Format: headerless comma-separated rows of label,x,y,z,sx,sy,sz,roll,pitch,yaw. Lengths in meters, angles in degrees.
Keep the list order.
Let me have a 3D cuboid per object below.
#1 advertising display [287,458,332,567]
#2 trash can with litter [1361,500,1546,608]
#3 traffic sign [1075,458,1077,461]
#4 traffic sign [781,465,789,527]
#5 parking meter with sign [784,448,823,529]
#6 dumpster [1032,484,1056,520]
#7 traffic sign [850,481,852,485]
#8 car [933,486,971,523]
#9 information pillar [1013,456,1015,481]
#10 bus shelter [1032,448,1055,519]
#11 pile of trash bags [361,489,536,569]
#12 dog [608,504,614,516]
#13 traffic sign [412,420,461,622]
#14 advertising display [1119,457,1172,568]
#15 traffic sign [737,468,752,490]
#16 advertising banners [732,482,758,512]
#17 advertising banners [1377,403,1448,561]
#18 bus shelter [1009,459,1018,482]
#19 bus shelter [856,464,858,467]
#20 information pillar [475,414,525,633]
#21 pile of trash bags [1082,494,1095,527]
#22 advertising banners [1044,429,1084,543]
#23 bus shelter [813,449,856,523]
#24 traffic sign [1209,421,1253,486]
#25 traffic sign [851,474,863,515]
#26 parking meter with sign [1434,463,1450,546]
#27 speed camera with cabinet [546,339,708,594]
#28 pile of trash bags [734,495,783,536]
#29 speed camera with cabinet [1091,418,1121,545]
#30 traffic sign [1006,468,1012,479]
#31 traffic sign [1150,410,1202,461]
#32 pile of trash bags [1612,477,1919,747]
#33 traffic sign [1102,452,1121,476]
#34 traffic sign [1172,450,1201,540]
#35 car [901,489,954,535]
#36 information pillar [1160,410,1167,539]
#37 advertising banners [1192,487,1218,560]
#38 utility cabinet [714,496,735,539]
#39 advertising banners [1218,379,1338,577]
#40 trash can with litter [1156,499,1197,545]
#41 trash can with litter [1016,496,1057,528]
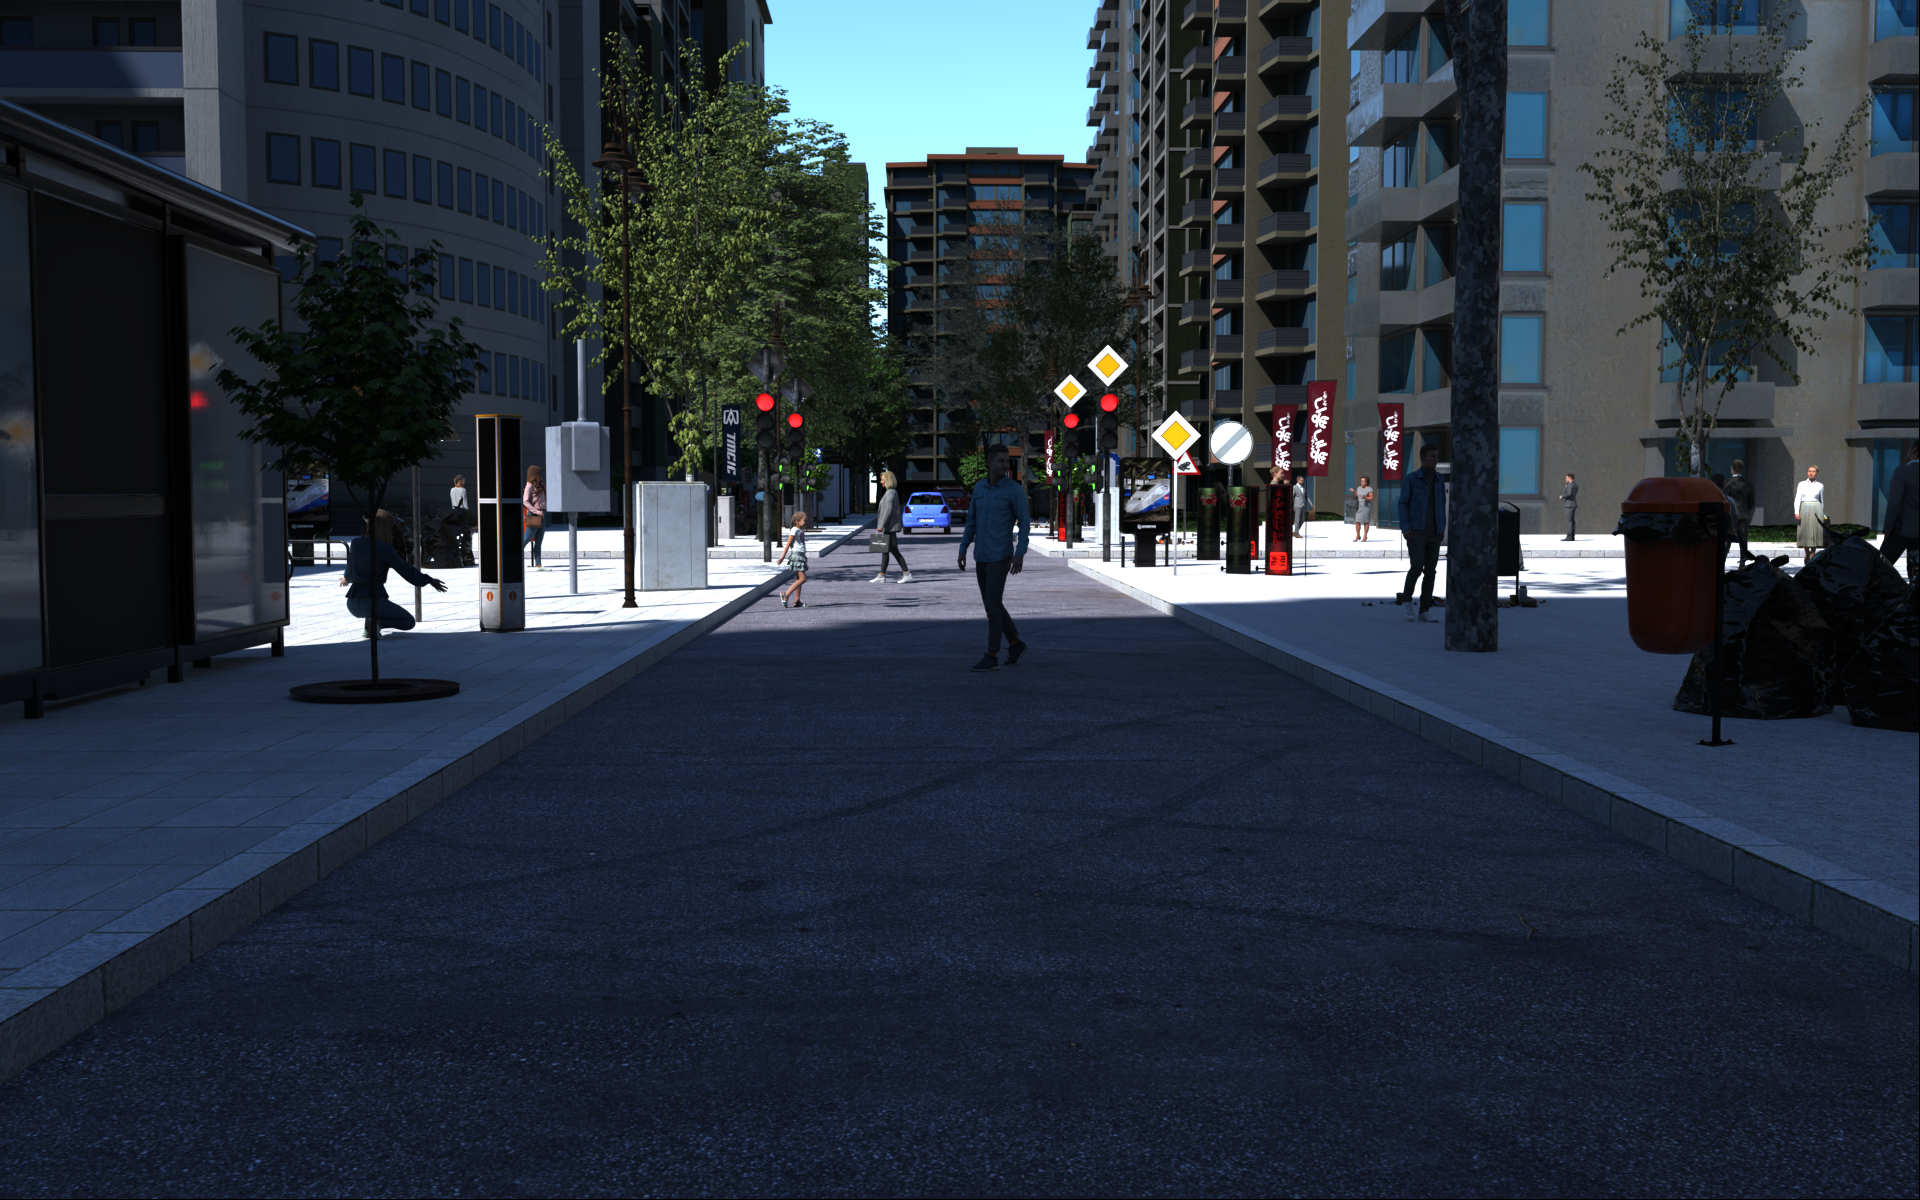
advertising display,-11.636,-1.555,30.641,0.974,1.923,0.123,-1,4,-17
trash can with litter,5.757,-0.546,19.989,2.233,1.210,1.678,0,4,6
traffic sign,3.391,-3.275,53.650,0.768,2.556,0.104,0,4,3
traffic sign,-6.795,-4.058,66.457,0.768,2.556,0.104,0,4,-1
parking meter with sign,-5.876,-4.201,64.947,0.543,3.016,1.738,2,4,34
dumpster,4.234,-4.844,84.956,1.264,1.857,1.865,0,4,-1
traffic sign,-7.065,-6.537,106.875,0.884,2.594,0.081,0,4,0
car,-0.556,-4.735,86.096,2.281,1.827,5.304,0,4,-2
information pillar,3.333,-7.025,106.206,0.183,3.616,0.504,0,4,-4
bus shelter,4.798,-6.083,90.740,1.731,3.624,6.357,0,4,-1
pile of trash bags,-8.938,-1.266,30.451,3.447,1.369,1.912,1,4,11
dog,-16.306,-4.111,81.588,0.513,0.831,0.800,3,5,43
traffic sign,-5.427,-1.057,17.289,0.884,2.594,0.081,0,4,1
advertising display,3.253,-1.538,30.365,0.974,1.923,0.123,-1,4,-20
traffic sign,-8.327,-3.957,66.823,0.606,2.300,0.079,0,4,8
advertising banners,-7.780,-4.074,62.795,0.090,3.025,2.074,3,4,36
advertising banners,9.011,-2.269,33.287,2.074,3.025,0.090,0,4,-3
bus shelter,2.770,-7.359,111.596,1.731,3.624,6.357,0,4,-1
bus shelter,-6.500,-5.999,92.014,2.014,3.302,5.546,0,4,-1
information pillar,-4.272,-0.711,16.115,0.304,2.012,0.304,2,4,34
pile of trash bags,5.008,-3.670,69.760,1.912,1.369,3.447,1,4,12
advertising banners,2.764,-3.066,46.319,0.090,3.025,2.074,-2,4,-26
bus shelter,-6.025,-5.259,79.906,2.014,3.302,5.546,0,4,-1
traffic sign,4.729,-1.846,30.294,0.768,2.556,0.104,0,4,3
traffic sign,-6.421,-6.629,108.494,0.768,2.556,0.104,0,4,3
parking meter with sign,12.035,-2.834,42.594,1.738,3.016,0.543,2,4,31
speed camera with cabinet,-4.375,-1.740,22.790,2.038,3.252,0.660,-2,4,-34
pile of trash bags,-6.756,-2.745,54.638,1.912,1.369,3.447,2,4,31
speed camera with cabinet,3.750,-3.053,44.255,0.660,3.252,2.038,0,4,0
traffic sign,1.984,-4.817,78.870,0.768,2.556,0.104,0,3,0
traffic sign,3.404,-1.679,27.191,0.795,2.593,0.064,0,4,7
pile of trash bags,4.931,-0.004,9.811,3.447,1.369,1.912,-2,4,-33
traffic sign,4.567,-3.222,52.786,0.768,2.556,0.104,0,4,2
traffic sign,6.237,-2.939,48.049,0.884,2.594,0.081,0,4,3
car,-1.177,-3.235,62.486,1.945,1.707,3.694,0,4,0
information pillar,5.721,-3.501,48.600,0.183,3.616,0.504,0,4,2
advertising banners,5.529,-2.283,33.520,2.074,3.025,0.090,0,4,-6
utility cabinet,-6.964,-2.351,49.607,1.020,1.237,0.306,2,4,24
advertising banners,4.995,-1.897,27.206,2.074,3.025,0.090,3,5,43
trash can with litter,5.553,-2.060,44.733,1.678,1.210,2.233,2,4,24
trash can with litter,3.292,-3.342,65.698,1.678,1.210,2.233,3,5,45
